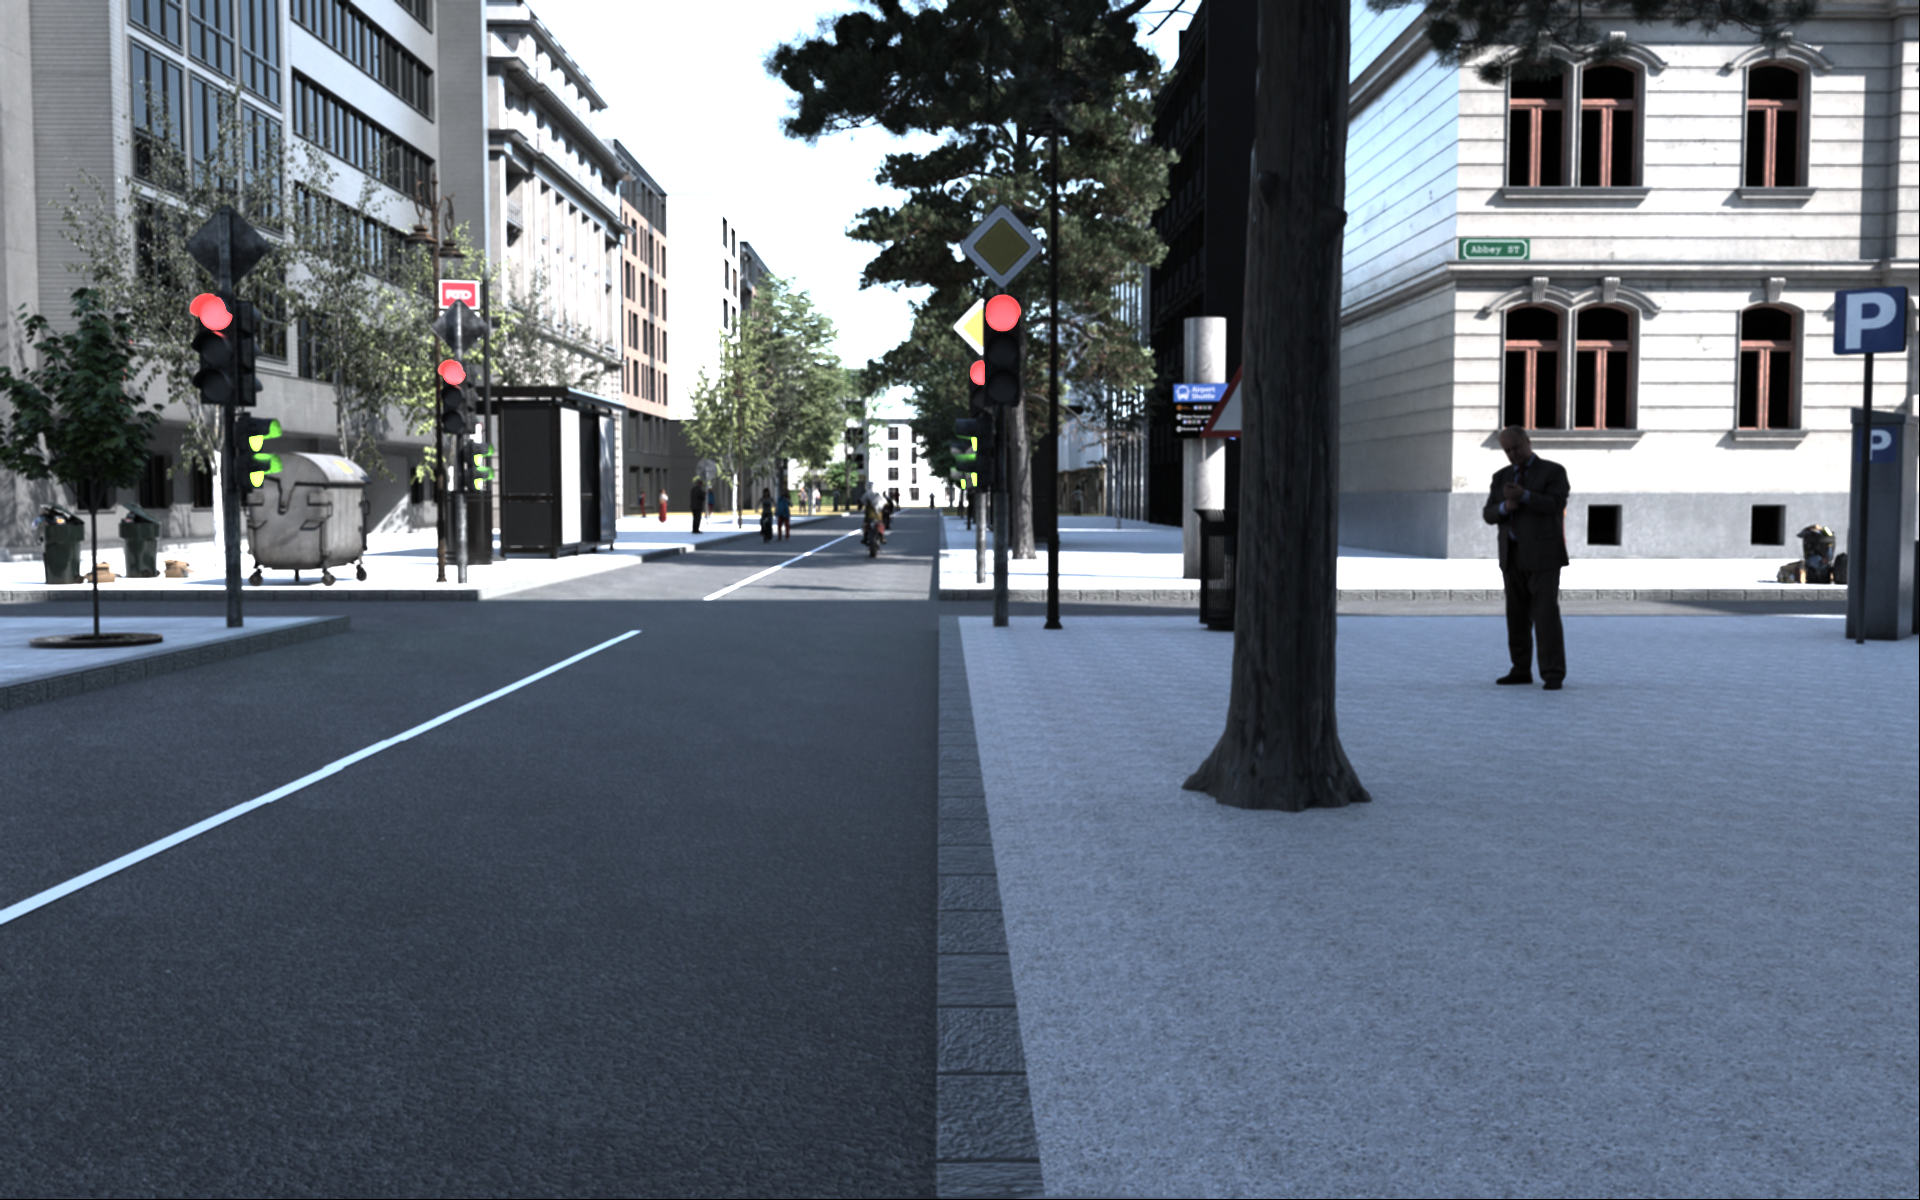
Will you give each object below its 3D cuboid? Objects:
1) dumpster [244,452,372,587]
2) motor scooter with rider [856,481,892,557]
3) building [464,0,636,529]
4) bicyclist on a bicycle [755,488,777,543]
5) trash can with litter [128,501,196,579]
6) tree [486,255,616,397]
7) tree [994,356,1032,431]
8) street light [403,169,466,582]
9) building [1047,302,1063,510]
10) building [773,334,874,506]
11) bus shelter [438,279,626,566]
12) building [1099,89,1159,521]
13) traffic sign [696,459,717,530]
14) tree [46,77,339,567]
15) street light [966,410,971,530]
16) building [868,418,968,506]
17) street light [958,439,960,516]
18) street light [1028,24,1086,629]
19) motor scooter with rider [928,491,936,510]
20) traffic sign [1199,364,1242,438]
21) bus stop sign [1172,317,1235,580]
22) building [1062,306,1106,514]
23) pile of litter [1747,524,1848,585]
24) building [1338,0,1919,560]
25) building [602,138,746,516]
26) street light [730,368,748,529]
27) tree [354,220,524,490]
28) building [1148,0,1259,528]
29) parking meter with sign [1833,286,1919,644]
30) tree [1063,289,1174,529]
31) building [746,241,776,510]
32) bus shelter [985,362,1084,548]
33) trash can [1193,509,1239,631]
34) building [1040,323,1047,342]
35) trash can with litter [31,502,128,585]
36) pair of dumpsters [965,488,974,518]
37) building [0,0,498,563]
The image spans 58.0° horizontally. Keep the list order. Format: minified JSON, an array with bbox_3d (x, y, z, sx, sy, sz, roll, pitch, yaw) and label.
[{"bbox_3d":[-9.259,-1.152,24.601,1.264,1.857,1.865,0,4,-1],"label":"dumpster"},{"bbox_3d":[-1.951,-1.884,39.775,0.876,1.779,1.986,0,4,-1],"label":"motor scooter with rider"},{"bbox_3d":[-22.432,-14.175,73.561,13.314,21.916,24.055,0,4,-1],"label":"building"},{"bbox_3d":[-5.681,-2.500,50.896,1.499,1.676,1.625,0,4,-1],"label":"bicyclist on a bicycle"},{"bbox_3d":[-12.256,-0.922,26.459,1.055,1.170,0.624,0,4,-7],"label":"trash can with litter"},{"bbox_3d":[-13.095,-6.331,53.879,4.360,8.622,3.978,0,3,0],"label":"tree"},{"bbox_3d":[3.053,-8.066,82.235,4.360,8.622,3.978,0,3,0],"label":"tree"},{"bbox_3d":[-7.556,-3.198,25.071,0.468,5.910,1.993,0,4,-1],"label":"street light"},{"bbox_3d":[15.505,-17.193,137.532,16.016,20.091,11.380,0,4,-1],"label":"building"},{"bbox_3d":[-25.983,-20.410,200.159,31.486,18.905,16.747,0,4,-1],"label":"building"},{"bbox_3d":[-8.661,-3.515,35.096,2.179,5.291,8.768,0,4,0],"label":"bus shelter"},{"bbox_3d":[14.373,-15.050,87.860,13.314,21.916,24.055,0,4,-1],"label":"building"},{"bbox_3d":[-9.139,-3.816,62.492,0.768,2.556,0.104,0,4,0],"label":"traffic sign"},{"bbox_3d":[-13.206,-4.870,29.995,4.360,8.622,3.978,0,3,0],"label":"tree"},{"bbox_3d":[0.320,-5.452,61.932,0.468,5.910,1.993,0,4,-1],"label":"street light"},{"bbox_3d":[3.848,-15.528,196.026,28.070,9.664,9.099,0,4,-1],"label":"building"},{"bbox_3d":[-0.062,-7.749,99.482,0.468,5.910,1.993,0,4,-1],"label":"street light"},{"bbox_3d":[0.887,-2.664,16.343,0.468,5.910,1.993,0,4,-1],"label":"street light"},{"bbox_3d":[-2.522,-9.180,159.065,0.876,1.779,1.986,0,4,1],"label":"motor scooter with rider"},{"bbox_3d":[2.706,-1.002,16.392,0.884,2.594,0.081,0,4,7],"label":"traffic sign"},{"bbox_3d":[3.676,-2.267,26.087,0.837,3.901,0.837,1,4,16],"label":"bus stop sign"},{"bbox_3d":[16.027,-16.461,125.560,16.016,20.091,11.380,0,4,-1],"label":"building"},{"bbox_3d":[12.324,-0.671,24.944,1.719,0.858,1.176,3,5,42],"label":"pile of litter"},{"bbox_3d":[20.541,-15.402,39.207,23.554,28.519,14.401,0,4,-1],"label":"building"},{"bbox_3d":[-30.379,-16.634,115.938,27.936,21.610,32.646,0,4,-1],"label":"building"},{"bbox_3d":[-7.994,-5.506,62.813,0.468,5.910,1.993,0,4,-1],"label":"street light"},{"bbox_3d":[-13.802,-5.843,45.891,4.737,8.622,4.395,0,3,0],"label":"tree"},{"bbox_3d":[14.524,-14.551,67.578,12.332,23.373,15.834,0,4,-1],"label":"building"},{"bbox_3d":[8.249,-1.171,15.400,0.543,3.016,1.738,3,5,40],"label":"parking meter with sign"},{"bbox_3d":[5.780,-6.893,63.065,4.360,8.622,3.978,0,3,0],"label":"tree"},{"bbox_3d":[-33.534,-18.938,153.605,32.646,21.610,27.936,0,4,-1],"label":"building"},{"bbox_3d":[1.858,-4.132,45.188,2.179,5.291,8.768,0,4,-1],"label":"bus shelter"},{"bbox_3d":[2.575,-0.289,16.385,0.748,1.137,0.748,0,3,0],"label":"trash can"},{"bbox_3d":[15.461,-17.904,149.147,16.016,20.091,11.380,0,4,-1],"label":"building"},{"bbox_3d":[-12.607,-0.817,24.737,0.624,1.170,1.055,3,4,39],"label":"trash can with litter"},{"bbox_3d":[1.068,-5.667,95.155,1.574,2.255,4.436,0,4,-1],"label":"pair of dumpsters"},{"bbox_3d":[-23.310,-13.908,46.458,14.314,24.678,30.058,0,4,-1],"label":"building"}]
